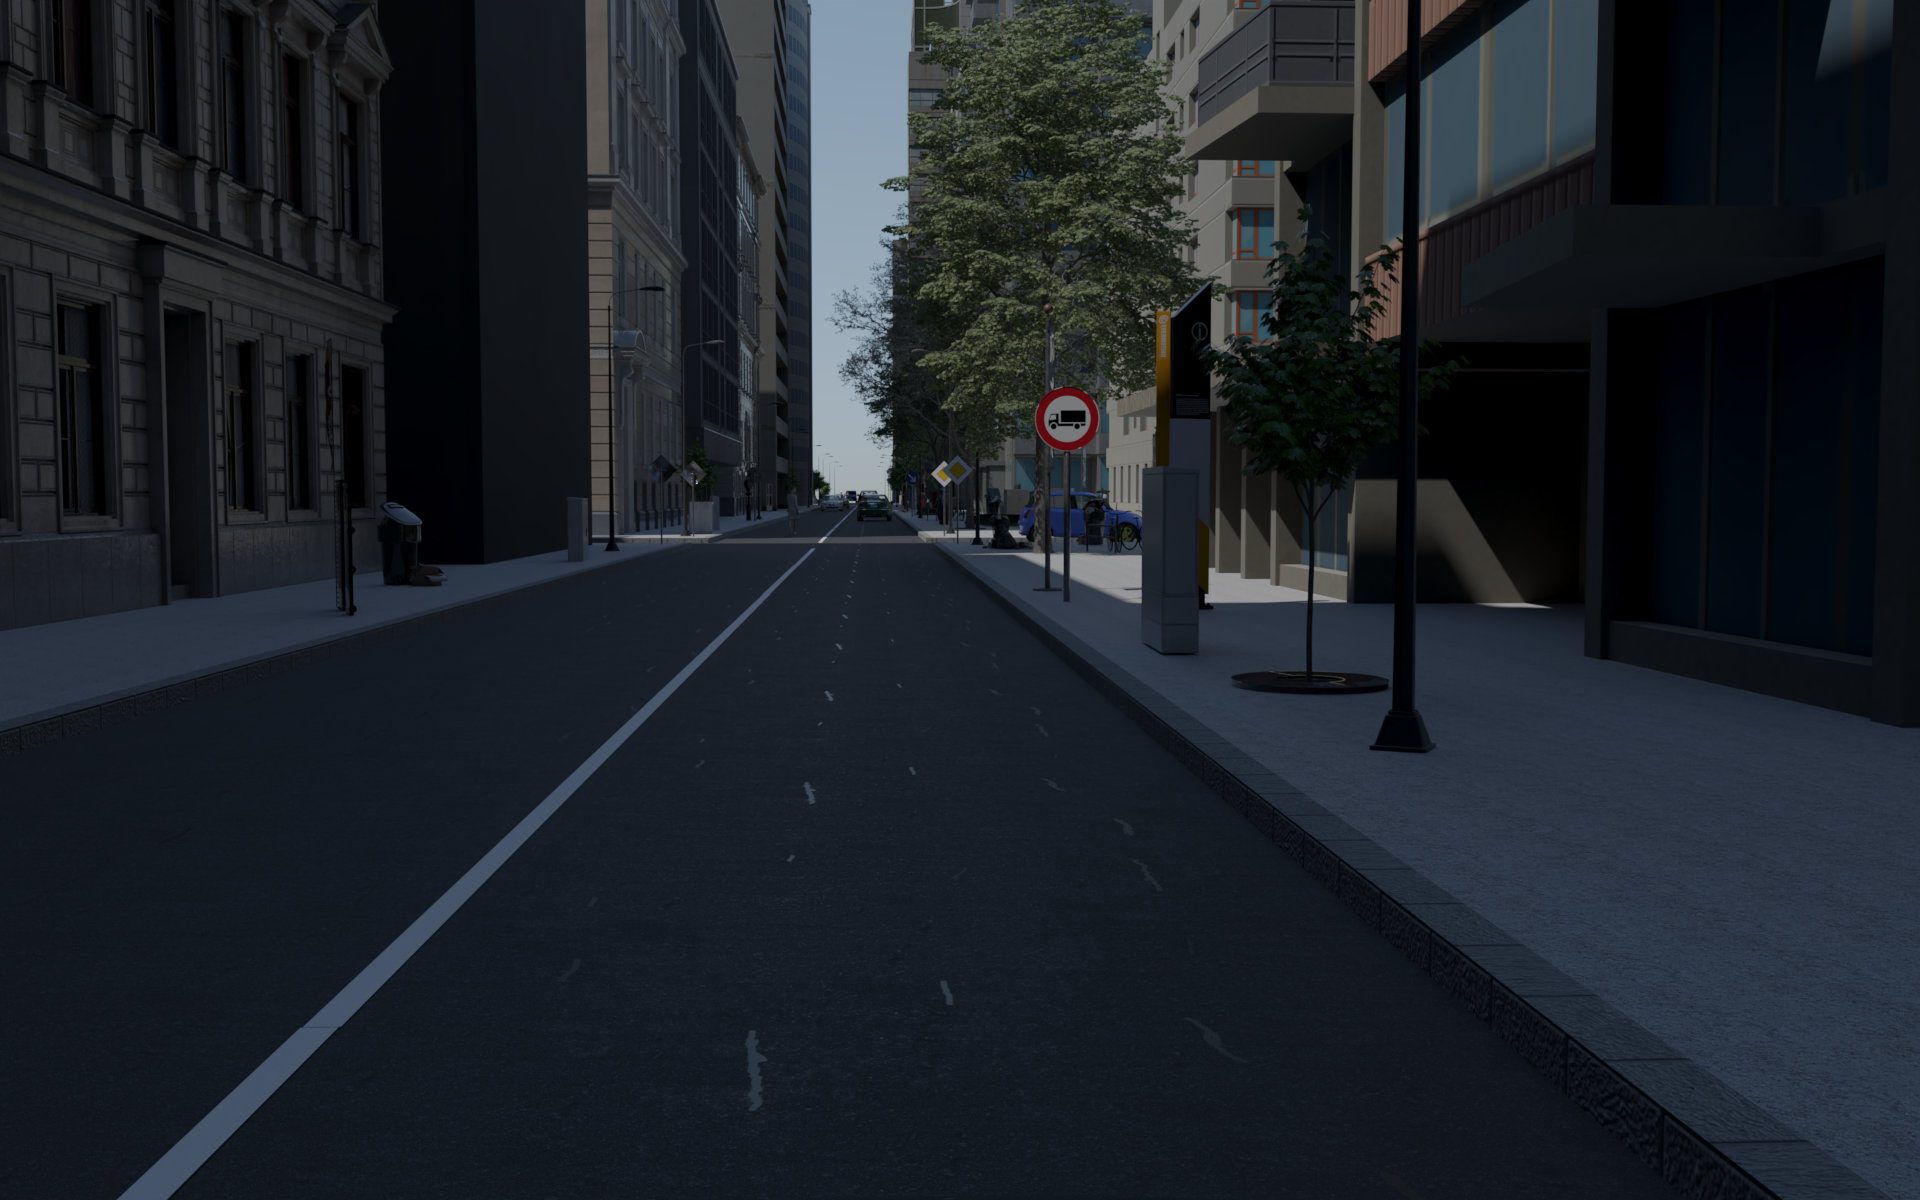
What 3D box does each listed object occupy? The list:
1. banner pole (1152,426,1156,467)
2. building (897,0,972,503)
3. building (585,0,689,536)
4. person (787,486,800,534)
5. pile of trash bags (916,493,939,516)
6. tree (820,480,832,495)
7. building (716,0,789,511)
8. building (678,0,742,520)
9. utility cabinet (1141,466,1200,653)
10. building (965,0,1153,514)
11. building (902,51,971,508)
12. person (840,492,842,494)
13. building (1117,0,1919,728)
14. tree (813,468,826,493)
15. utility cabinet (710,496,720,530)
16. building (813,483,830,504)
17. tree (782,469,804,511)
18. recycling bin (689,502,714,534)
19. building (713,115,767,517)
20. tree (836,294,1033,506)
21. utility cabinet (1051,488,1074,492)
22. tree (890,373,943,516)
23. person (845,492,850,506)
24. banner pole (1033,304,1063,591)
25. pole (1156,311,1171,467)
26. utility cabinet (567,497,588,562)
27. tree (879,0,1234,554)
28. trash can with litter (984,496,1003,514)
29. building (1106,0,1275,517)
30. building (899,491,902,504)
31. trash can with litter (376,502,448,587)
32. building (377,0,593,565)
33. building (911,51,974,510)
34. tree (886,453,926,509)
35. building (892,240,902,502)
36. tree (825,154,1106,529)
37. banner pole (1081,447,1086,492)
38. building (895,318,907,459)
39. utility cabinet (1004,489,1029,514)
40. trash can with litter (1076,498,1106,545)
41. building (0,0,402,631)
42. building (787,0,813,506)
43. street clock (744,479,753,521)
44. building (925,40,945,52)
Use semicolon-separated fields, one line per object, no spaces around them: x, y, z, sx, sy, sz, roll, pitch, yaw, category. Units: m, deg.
7.115;-4.488;63.396;0.401;3.779;0.863;1;4;18;banner pole
1.299;-49.453;246.807;20.563;71.187;20.611;0;4;-3;building
-17.256;-16.875;61.817;13.634;28.700;20.117;0;4;-3;building
-5.927;-3.194;61.480;0.466;1.731;0.760;0;4;0;person
-1.841;-5.819;104.899;1.912;1.369;3.447;1;4;17;pile of trash bags
-18.033;-14.597;233.263;1.663;3.219;1.824;0;3;0;tree
-24.753;-31.364;136.502;21.300;48.544;21.600;0;4;-3;building
-18.618;-17.757;83.829;14.314;27.812;24.014;0;4;-3;building
1.737;-0.343;14.287;0.318;1.500;1.173;0;4;-2;utility cabinet
11.853;-30.139;112.374;23.786;49.044;30.456;0;4;-3;building
2.032;-29.400;164.292;14.154;41.232;14.086;0;4;-3;building
-16.047;-13.749;234.230;0.436;1.711;0.756;2;4;23;person
14.332;-22.158;16.916;22.147;44.769;28.867;0;4;-3;building
-17.412;-13.464;203.855;4.285;4.588;4.351;0;3;0;tree
-8.730;-3.092;61.716;0.306;1.237;1.020;-1;4;-11;utility cabinet
-36.662;-35.356;269.950;32.217;40.220;23.993;0;4;-3;building
-12.679;-8.391;131.789;1.663;3.219;1.824;0;3;0;tree
-8.338;-2.649;55.860;0.722;1.027;0.722;0;4;-4;recycling bin
-19.083;-19.093;109.435;12.463;27.353;25.104;0;4;-3;building
-0.857;-8.609;75.161;8.767;10.594;7.601;-1;4;-19;tree
3.786;-3.535;66.482;1.173;1.500;0.318;0;4;4;utility cabinet
-2.605;-9.255;101.674;4.737;8.622;4.395;0;3;0;tree
-13.858;-12.468;213.148;0.445;1.727;0.742;1;4;18;person
1.181;-1.997;22.675;0.401;3.779;0.863;0;4;-4;banner pole
2.279;-1.565;19.428;0.158;3.312;0.155;0;3;0;pole
-7.332;-1.352;33.275;0.306;1.237;1.020;0;4;-6;utility cabinet
2.000;-7.259;36.805;7.486;12.596;7.792;0;3;0;tree
1.671;-4.791;89.719;0.624;1.170;1.055;3;5;44;trash can with litter
21.951;-13.576;67.001;28.899;21.520;27.650;0;4;-3;building
8.176;-32.657;225.819;32.217;40.220;23.993;0;4;-3;building
-7.673;-0.793;24.358;1.055;1.170;0.624;2;4;26;trash can with litter
-16.835;-12.643;36.388;15.834;23.373;12.332;0;4;-3;building
12.112;-27.740;145.424;32.217;40.220;23.993;0;4;-3;building
-3.951;-8.954;130.119;4.285;4.588;4.351;0;3;0;tree
-3.907;-36.443;279.441;14.154;41.232;14.086;0;4;-3;building
0.231;-9.343;63.121;12.009;13.543;11.850;0;3;0;tree
5.804;-5.598;81.549;0.401;3.779;0.863;1;4;22;banner pole
-2.915;-30.188;265.267;14.160;30.474;14.107;0;4;-3;building
2.577;-4.302;79.014;1.173;1.500;0.318;-2;4;-29;utility cabinet
3.242;-1.979;43.751;0.624;1.170;1.055;-2;4;-23;trash can with litter
-13.899;-9.496;19.885;10.561;19.102;19.286;0;4;-3;building
-26.824;-39.341;185.218;21.231;58.520;28.212;0;4;-3;building
-10.222;-4.840;83.711;0.358;2.002;0.471;2;4;25;street clock
5.967;-34.673;186.517;23.786;49.044;30.456;0;4;-3;building
